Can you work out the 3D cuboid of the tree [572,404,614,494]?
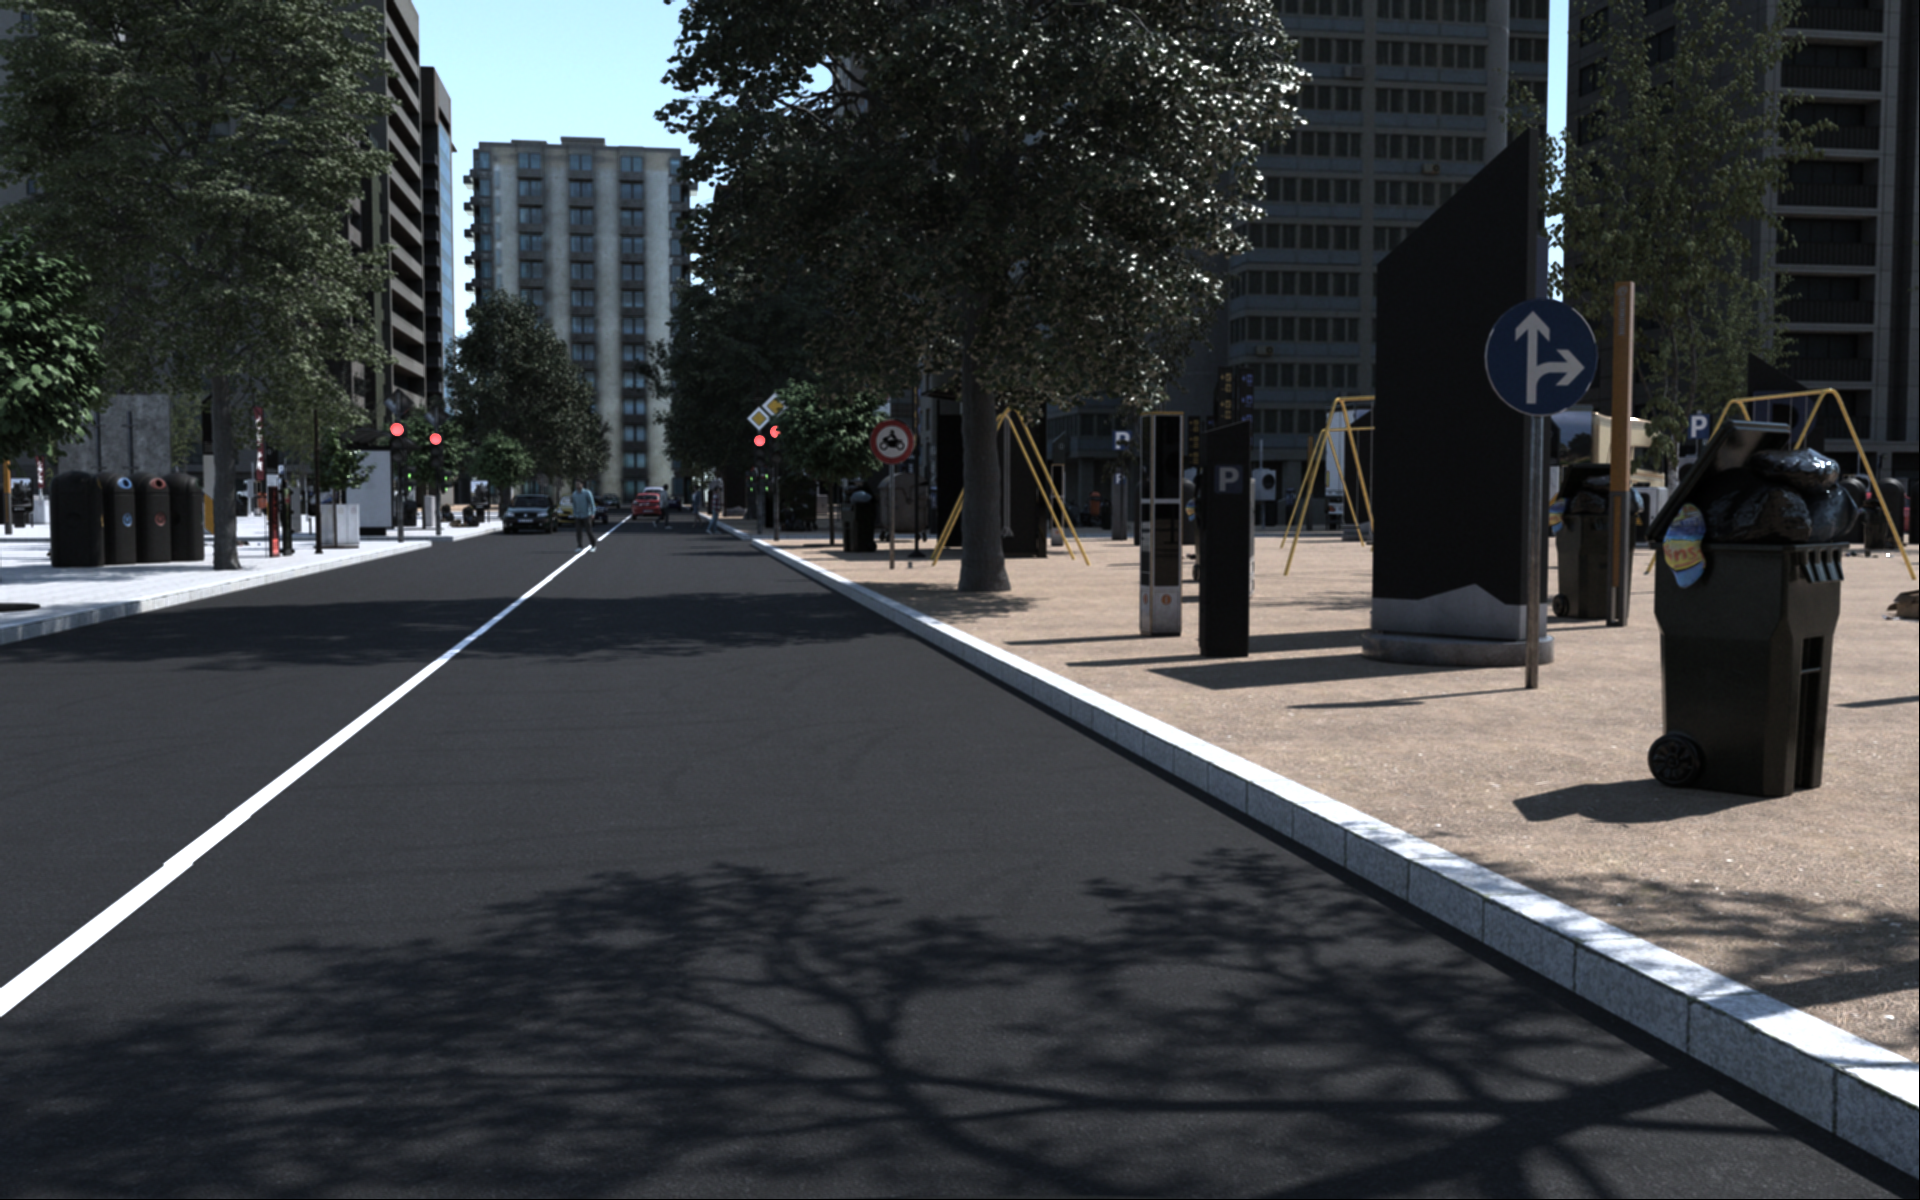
[{"bbox_3d":[-34.365,-13.469,154.634,7.601,10.594,8.767,0,4,-1],"label":"tree"}]

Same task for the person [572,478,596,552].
[{"bbox_3d":[-9.296,-2.104,42.913,0.660,1.820,0.620,1,4,16],"label":"person"}]

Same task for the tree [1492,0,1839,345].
[{"bbox_3d":[9.110,-4.415,22.546,4.737,8.622,4.395,0,3,0],"label":"tree"}]

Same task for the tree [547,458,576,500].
[{"bbox_3d":[-31.306,-11.295,135.030,4.737,8.622,4.395,0,3,0],"label":"tree"}]

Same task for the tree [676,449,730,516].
[{"bbox_3d":[-14.104,-9.335,102.995,4.737,8.622,4.395,0,3,0],"label":"tree"}]

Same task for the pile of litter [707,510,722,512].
[{"bbox_3d":[-17.460,-6.725,123.916,1.176,0.858,1.719,-1,4,-19],"label":"pile of litter"}]

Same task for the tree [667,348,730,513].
[{"bbox_3d":[-16.427,-12.333,119.767,7.486,12.596,7.792,0,3,0],"label":"tree"}]

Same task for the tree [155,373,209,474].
[{"bbox_3d":[-46.429,-9.326,102.850,4.737,8.622,4.395,0,3,0],"label":"tree"}]

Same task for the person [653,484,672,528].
[{"bbox_3d":[-12.382,-3.900,72.116,0.795,1.843,0.661,-2,4,-29],"label":"person"}]

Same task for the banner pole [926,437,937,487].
[{"bbox_3d":[-1.270,-5.232,75.566,0.401,3.779,0.863,-3,5,-40],"label":"banner pole"}]

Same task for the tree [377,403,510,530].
[{"bbox_3d":[-19.384,-4.834,62.748,4.285,4.588,4.351,0,3,0],"label":"tree"}]

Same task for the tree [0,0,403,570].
[{"bbox_3d":[-12.705,-6.764,28.713,7.486,12.596,7.792,0,3,0],"label":"tree"}]

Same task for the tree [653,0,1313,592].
[{"bbox_3d":[0.328,-7.081,22.435,9.857,13.997,8.962,0,3,0],"label":"tree"}]

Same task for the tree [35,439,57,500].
[{"bbox_3d":[-47.549,-8.749,93.405,4.737,8.622,4.395,0,3,0],"label":"tree"}]

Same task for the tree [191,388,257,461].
[{"bbox_3d":[-50.382,-10.326,119.191,4.360,8.622,3.978,0,3,0],"label":"tree"}]

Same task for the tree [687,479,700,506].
[{"bbox_3d":[-29.601,-12.200,194.069,1.663,3.219,1.824,0,3,0],"label":"tree"}]

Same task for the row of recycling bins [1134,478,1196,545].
[{"bbox_3d":[5.990,-2.273,44.272,3.534,1.692,1.069,-2,4,-33],"label":"row of recycling bins"}]

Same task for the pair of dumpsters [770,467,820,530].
[{"bbox_3d":[-6.040,-3.731,63.491,1.574,2.255,4.437,-1,4,-10],"label":"pair of dumpsters"}]

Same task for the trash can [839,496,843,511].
[{"bbox_3d":[-8.433,-6.990,125.933,0.748,1.137,0.748,0,3,0],"label":"trash can"}]

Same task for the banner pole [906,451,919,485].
[{"bbox_3d":[-2.270,-5.831,85.361,0.863,3.779,0.401,1,4,11],"label":"banner pole"}]

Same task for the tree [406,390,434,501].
[{"bbox_3d":[-38.557,-10.480,121.714,4.360,8.622,3.978,0,3,0],"label":"tree"}]

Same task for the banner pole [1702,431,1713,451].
[{"bbox_3d":[25.955,-4.310,60.489,0.401,3.779,0.863,-2,4,-35],"label":"banner pole"}]

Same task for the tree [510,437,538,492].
[{"bbox_3d":[-22.420,-6.186,84.853,4.285,4.588,4.351,0,3,0],"label":"tree"}]

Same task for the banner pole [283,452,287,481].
[{"bbox_3d":[-39.339,-6.787,100.982,0.401,3.779,0.863,-2,4,-31],"label":"banner pole"}]

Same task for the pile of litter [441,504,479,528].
[{"bbox_3d":[-19.355,-3.261,67.280,1.176,0.858,1.719,2,4,24],"label":"pile of litter"}]

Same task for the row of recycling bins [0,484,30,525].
[{"bbox_3d":[-40.588,-4.021,72.854,1.069,1.692,3.534,1,4,12],"label":"row of recycling bins"}]

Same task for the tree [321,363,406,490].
[{"bbox_3d":[-34.707,-9.050,98.335,4.360,8.622,3.978,0,3,0],"label":"tree"}]

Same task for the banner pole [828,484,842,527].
[{"bbox_3d":[-4.889,-4.684,66.592,0.401,3.779,0.863,-1,4,-10],"label":"banner pole"}]

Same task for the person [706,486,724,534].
[{"bbox_3d":[-8.837,-3.245,62.399,0.643,1.720,0.563,-1,4,-10],"label":"person"}]

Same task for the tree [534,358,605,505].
[{"bbox_3d":[-33.291,-13.786,143.527,7.486,12.596,7.792,0,3,0],"label":"tree"}]

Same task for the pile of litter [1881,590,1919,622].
[{"bbox_3d":[10.184,-0.244,17.962,1.719,0.858,1.176,-1,4,-23],"label":"pile of litter"}]

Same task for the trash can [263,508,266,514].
[{"bbox_3d":[-43.053,-5.882,107.823,0.748,1.137,0.748,0,3,0],"label":"trash can"}]

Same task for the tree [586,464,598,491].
[{"bbox_3d":[-41.814,-14.902,194.005,4.360,8.622,3.978,0,3,0],"label":"tree"}]

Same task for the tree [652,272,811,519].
[{"bbox_3d":[-10.669,-10.431,87.551,9.611,12.733,9.660,0,3,0],"label":"tree"}]

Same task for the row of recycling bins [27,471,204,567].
[{"bbox_3d":[-15.342,-1.517,31.916,1.069,1.692,3.534,1,4,13],"label":"row of recycling bins"}]

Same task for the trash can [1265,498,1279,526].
[{"bbox_3d":[12.334,-3.503,68.934,0.748,1.137,0.748,0,3,0],"label":"trash can"}]

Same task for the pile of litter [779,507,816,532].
[{"bbox_3d":[-5.772,-2.791,59.593,1.719,0.858,1.176,3,4,36],"label":"pile of litter"}]

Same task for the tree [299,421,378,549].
[{"bbox_3d":[-14.756,-2.831,40.882,1.663,3.219,1.824,0,3,0],"label":"tree"}]

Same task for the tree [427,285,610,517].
[{"bbox_3d":[-24.949,-10.905,95.305,9.611,12.733,9.660,0,3,0],"label":"tree"}]

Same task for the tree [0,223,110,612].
[{"bbox_3d":[-11.017,-2.167,19.137,4.285,4.588,4.351,0,3,0],"label":"tree"}]

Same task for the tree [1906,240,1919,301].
[{"bbox_3d":[24.274,-5.513,40.494,4.737,8.622,4.395,0,3,0],"label":"tree"}]

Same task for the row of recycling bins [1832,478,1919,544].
[{"bbox_3d":[23.886,-2.346,45.476,3.534,1.692,1.069,2,4,29],"label":"row of recycling bins"}]

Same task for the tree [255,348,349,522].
[{"bbox_3d":[-33.833,-8.476,88.939,4.737,8.622,4.395,0,3,0],"label":"tree"}]

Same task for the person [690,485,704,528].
[{"bbox_3d":[-11.110,-3.960,73.273,0.654,1.822,0.581,-2,4,-26],"label":"person"}]

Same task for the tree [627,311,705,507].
[{"bbox_3d":[-25.932,-19.095,168.100,12.611,20.169,13.585,0,3,0],"label":"tree"}]

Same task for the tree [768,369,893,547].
[{"bbox_3d":[-3.116,-3.609,42.726,4.285,4.588,4.351,0,3,0],"label":"tree"}]
